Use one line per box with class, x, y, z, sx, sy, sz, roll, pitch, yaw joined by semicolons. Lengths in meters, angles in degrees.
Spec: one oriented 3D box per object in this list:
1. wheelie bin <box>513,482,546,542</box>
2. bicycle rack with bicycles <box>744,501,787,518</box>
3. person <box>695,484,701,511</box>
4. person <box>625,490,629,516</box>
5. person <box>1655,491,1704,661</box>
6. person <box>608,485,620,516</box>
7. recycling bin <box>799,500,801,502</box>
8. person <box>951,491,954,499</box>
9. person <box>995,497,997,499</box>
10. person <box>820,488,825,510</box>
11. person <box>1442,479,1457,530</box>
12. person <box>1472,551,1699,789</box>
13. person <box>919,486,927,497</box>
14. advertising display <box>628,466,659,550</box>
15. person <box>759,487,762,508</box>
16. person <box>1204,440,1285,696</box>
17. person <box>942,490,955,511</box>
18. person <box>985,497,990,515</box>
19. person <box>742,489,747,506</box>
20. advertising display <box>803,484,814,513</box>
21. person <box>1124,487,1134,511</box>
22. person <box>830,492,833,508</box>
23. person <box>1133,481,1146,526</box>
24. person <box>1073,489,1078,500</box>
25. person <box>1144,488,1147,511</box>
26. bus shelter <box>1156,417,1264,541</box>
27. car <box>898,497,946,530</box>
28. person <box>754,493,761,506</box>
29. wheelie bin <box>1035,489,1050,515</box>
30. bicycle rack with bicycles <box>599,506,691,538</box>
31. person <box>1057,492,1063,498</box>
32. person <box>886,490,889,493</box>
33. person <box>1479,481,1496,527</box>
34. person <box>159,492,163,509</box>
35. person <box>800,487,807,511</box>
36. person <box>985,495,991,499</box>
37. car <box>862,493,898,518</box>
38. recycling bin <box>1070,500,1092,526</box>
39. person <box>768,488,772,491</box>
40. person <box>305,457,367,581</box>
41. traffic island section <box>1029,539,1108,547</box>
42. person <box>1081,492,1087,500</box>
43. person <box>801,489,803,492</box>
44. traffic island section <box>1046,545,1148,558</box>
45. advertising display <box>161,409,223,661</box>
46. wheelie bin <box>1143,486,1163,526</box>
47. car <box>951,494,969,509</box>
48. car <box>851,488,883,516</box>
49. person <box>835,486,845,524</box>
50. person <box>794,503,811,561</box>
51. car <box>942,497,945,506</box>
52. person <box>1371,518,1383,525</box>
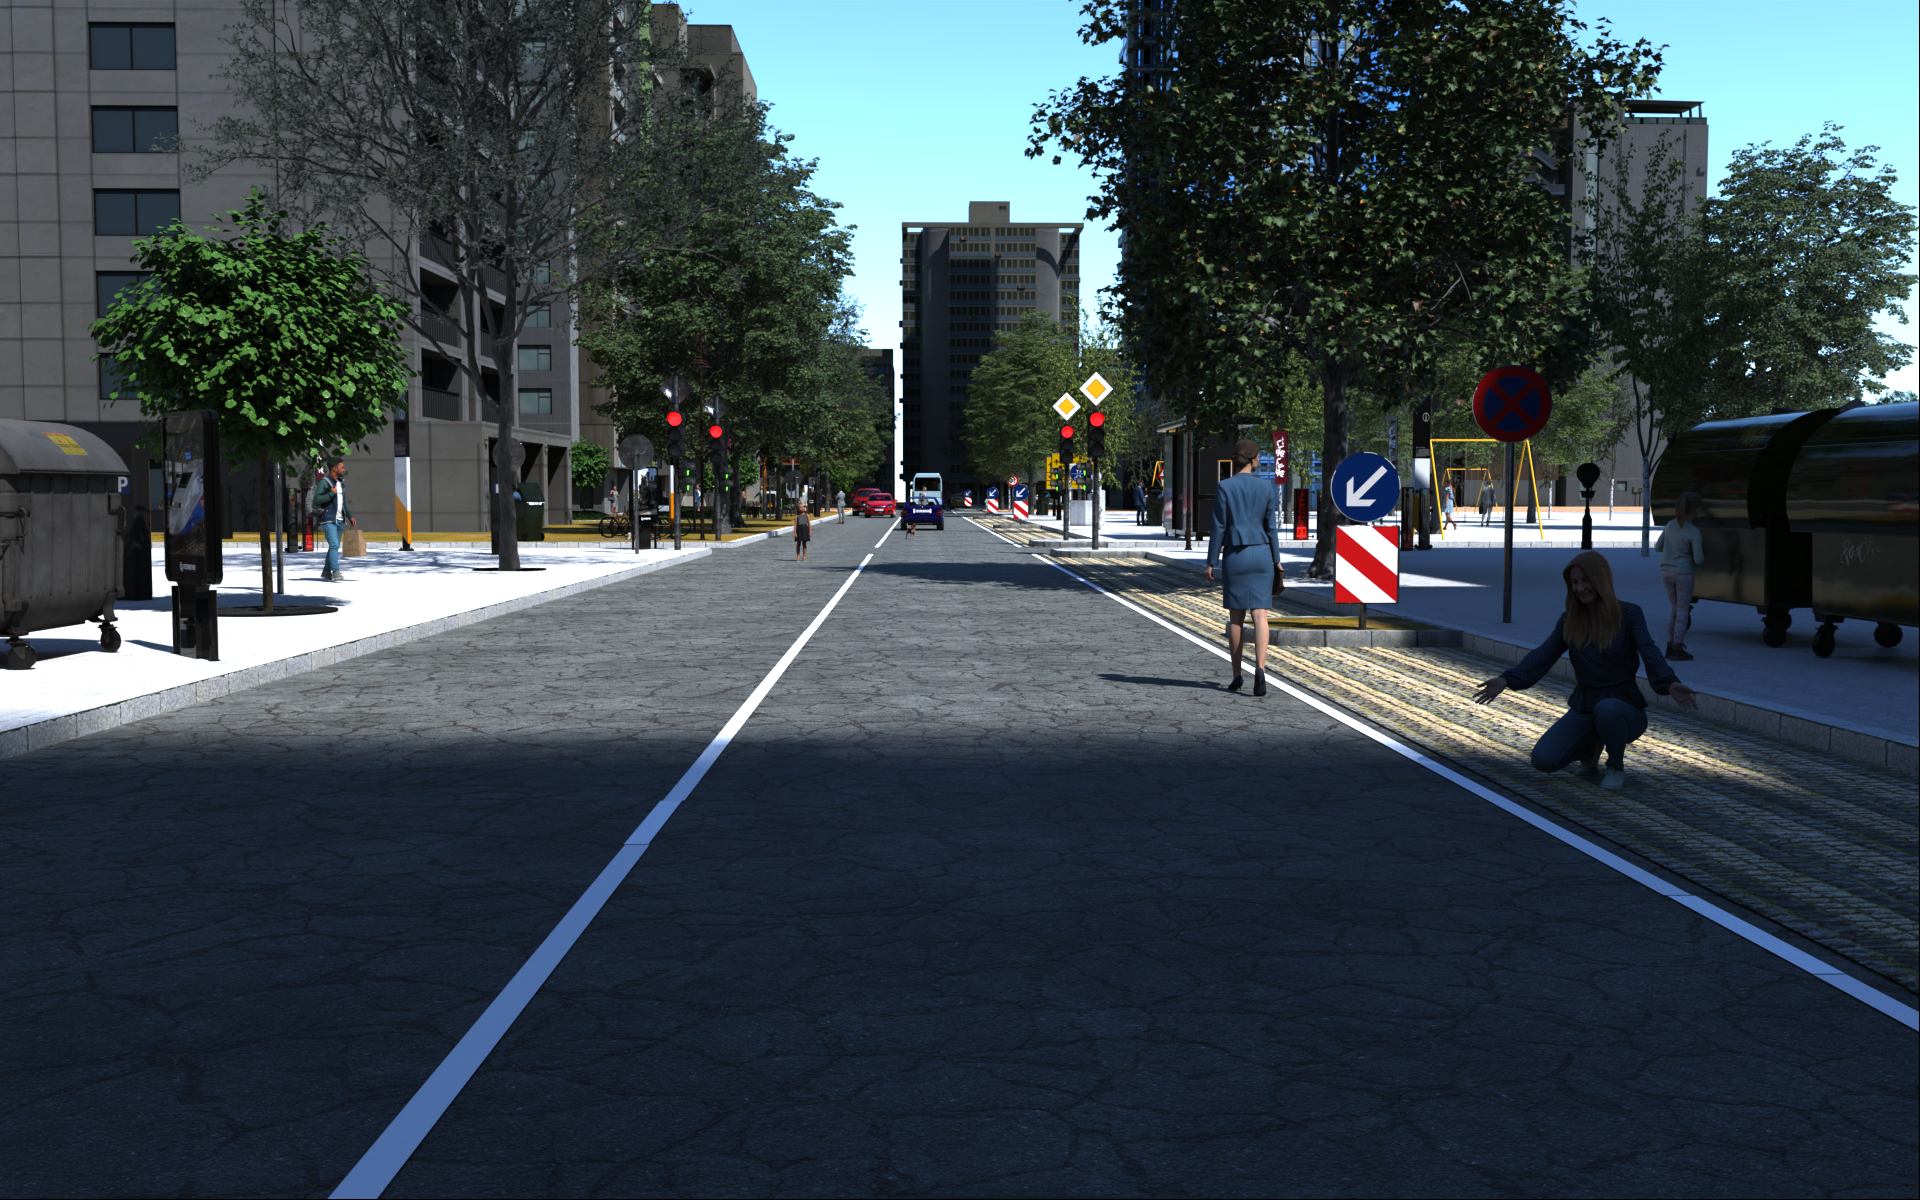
wheelie bin;-11.757;-2.394;47.055;0.693;1.594;0.980;3;5;40
bicycle rack with bicycles;-10.590;-4.892;93.366;2.852;0.926;2.925;0;4;8
person;-14.542;-5.479;95.643;0.654;1.822;0.581;3;4;37
person;-19.181;-5.797;100.944;0.853;1.813;0.709;0;4;4
person;5.586;-0.189;13.409;0.394;1.301;0.425;-3;5;-40
person;-19.674;-5.629;98.431;0.716;1.782;0.532;-3;5;-44
recycling bin;-11.536;-6.745;122.834;0.722;1.027;0.722;-1;4;-21
person;-0.808;-10.560;181.828;0.621;1.740;0.551;3;5;44
person;4.065;-11.686;197.251;0.705;1.807;1.348;0;4;6
person;-10.916;-7.960;136.638;0.568;1.767;0.683;0;4;-5
person;17.387;-3.382;61.430;0.616;1.811;0.778;-2;4;-30
person;3.148;0.340;8.445;0.738;1.151;1.012;-3;5;-43
person;-1.775;-4.726;85.888;0.853;1.813;0.709;2;4;25
advertising display;-7.321;-2.134;40.107;0.123;1.923;0.974;2;4;26
person;-12.625;-6.339;110.166;0.515;1.767;0.782;-2;4;-24
person;2.044;-0.239;12.436;0.581;1.822;0.654;0;4;8
person;-0.947;-8.305;145.006;1.217;1.743;0.721;2;4;26
person;1.846;-6.447;118.183;0.425;1.301;0.394;-3;5;-40
person;-16.615;-7.772;133.819;0.721;1.736;1.217;0;4;-1
advertising display;-9.969;-6.742;115.446;0.974;1.923;0.123;-1;4;-21
person;13.307;-7.838;134.212;1.348;1.821;0.705;0;4;5
person;-11.953;-9.259;157.979;0.990;1.755;0.434;-3;5;-41
person;7.329;-3.926;70.409;0.419;1.800;0.721;-2;4;-33
person;10.933;-9.506;161.480;0.705;1.822;1.348;2;4;30
person;13.783;-7.397;127.436;0.683;1.767;0.568;1;4;23
bus shelter;7.075;-4.491;51.063;2.179;5.291;8.768;0;4;-1
car;-1.524;-3.485;69.566;1.945;1.354;3.894;0;4;-2
person;-14.852;-7.598;130.365;1.348;1.812;0.705;0;4;-4
wheelie bin;5.011;-5.896;104.305;0.980;1.594;0.693;-2;4;-33
bicycle rack with bicycles;-9.547;-2.365;52.052;2.925;0.926;2.852;-1;4;-20
person;9.256;-9.385;160.271;0.721;1.735;1.217;2;4;26
person;-5.886;-7.896;138.315;0.721;1.735;1.217;1;4;13
person;20.695;-3.777;67.923;0.709;1.813;0.853;2;4;28
person;-24.339;-2.920;53.560;0.659;1.850;0.755;-1;4;-10
person;-9.656;-6.122;107.147;0.512;1.701;0.522;-2;4;-23
person;3.082;-10.363;176.299;1.217;1.723;0.721;-1;4;-23
car;-4.837;-5.885;105.261;2.155;1.783;4.494;0;4;0
recycling bin;4.900;-3.507;69.887;0.722;1.027;0.722;2;4;27
person;-13.852;-7.367;126.941;0.568;1.767;0.683;0;4;3
person;-9.089;-1.176;25.255;0.713;1.824;0.794;2;4;31
traffic island section;2.955;-1.569;47.937;2.009;0.180;2.903;0;4;-1
person;10.051;-8.067;141.131;0.628;1.438;0.799;0;4;-6
person;-13.721;-8.827;151.076;0.721;1.735;1.217;2;4;28
traffic island section;3.141;-1.081;39.954;2.009;0.180;2.903;0;4;-1
advertising display;-6.016;-0.511;13.571;0.123;1.923;0.974;-3;5;-42
wheelie bin;7.858;-3.770;69.541;0.980;1.594;0.693;0;4;-3
car;-0.038;-9.563;166.572;2.015;1.641;3.980;0;4;-3
car;-6.022;-6.470;114.452;2.281;1.827;5.304;0;4;-1
person;-5.797;-4.571;83.414;0.466;1.800;0.511;2;4;24
person;-3.359;-1.454;36.949;0.362;1.253;0.373;-1;4;-8
car;-2.468;-10.010;173.250;1.945;1.707;3.694;0;4;-2
person;16.117;-3.727;66.997;0.660;1.820;0.620;3;5;41
